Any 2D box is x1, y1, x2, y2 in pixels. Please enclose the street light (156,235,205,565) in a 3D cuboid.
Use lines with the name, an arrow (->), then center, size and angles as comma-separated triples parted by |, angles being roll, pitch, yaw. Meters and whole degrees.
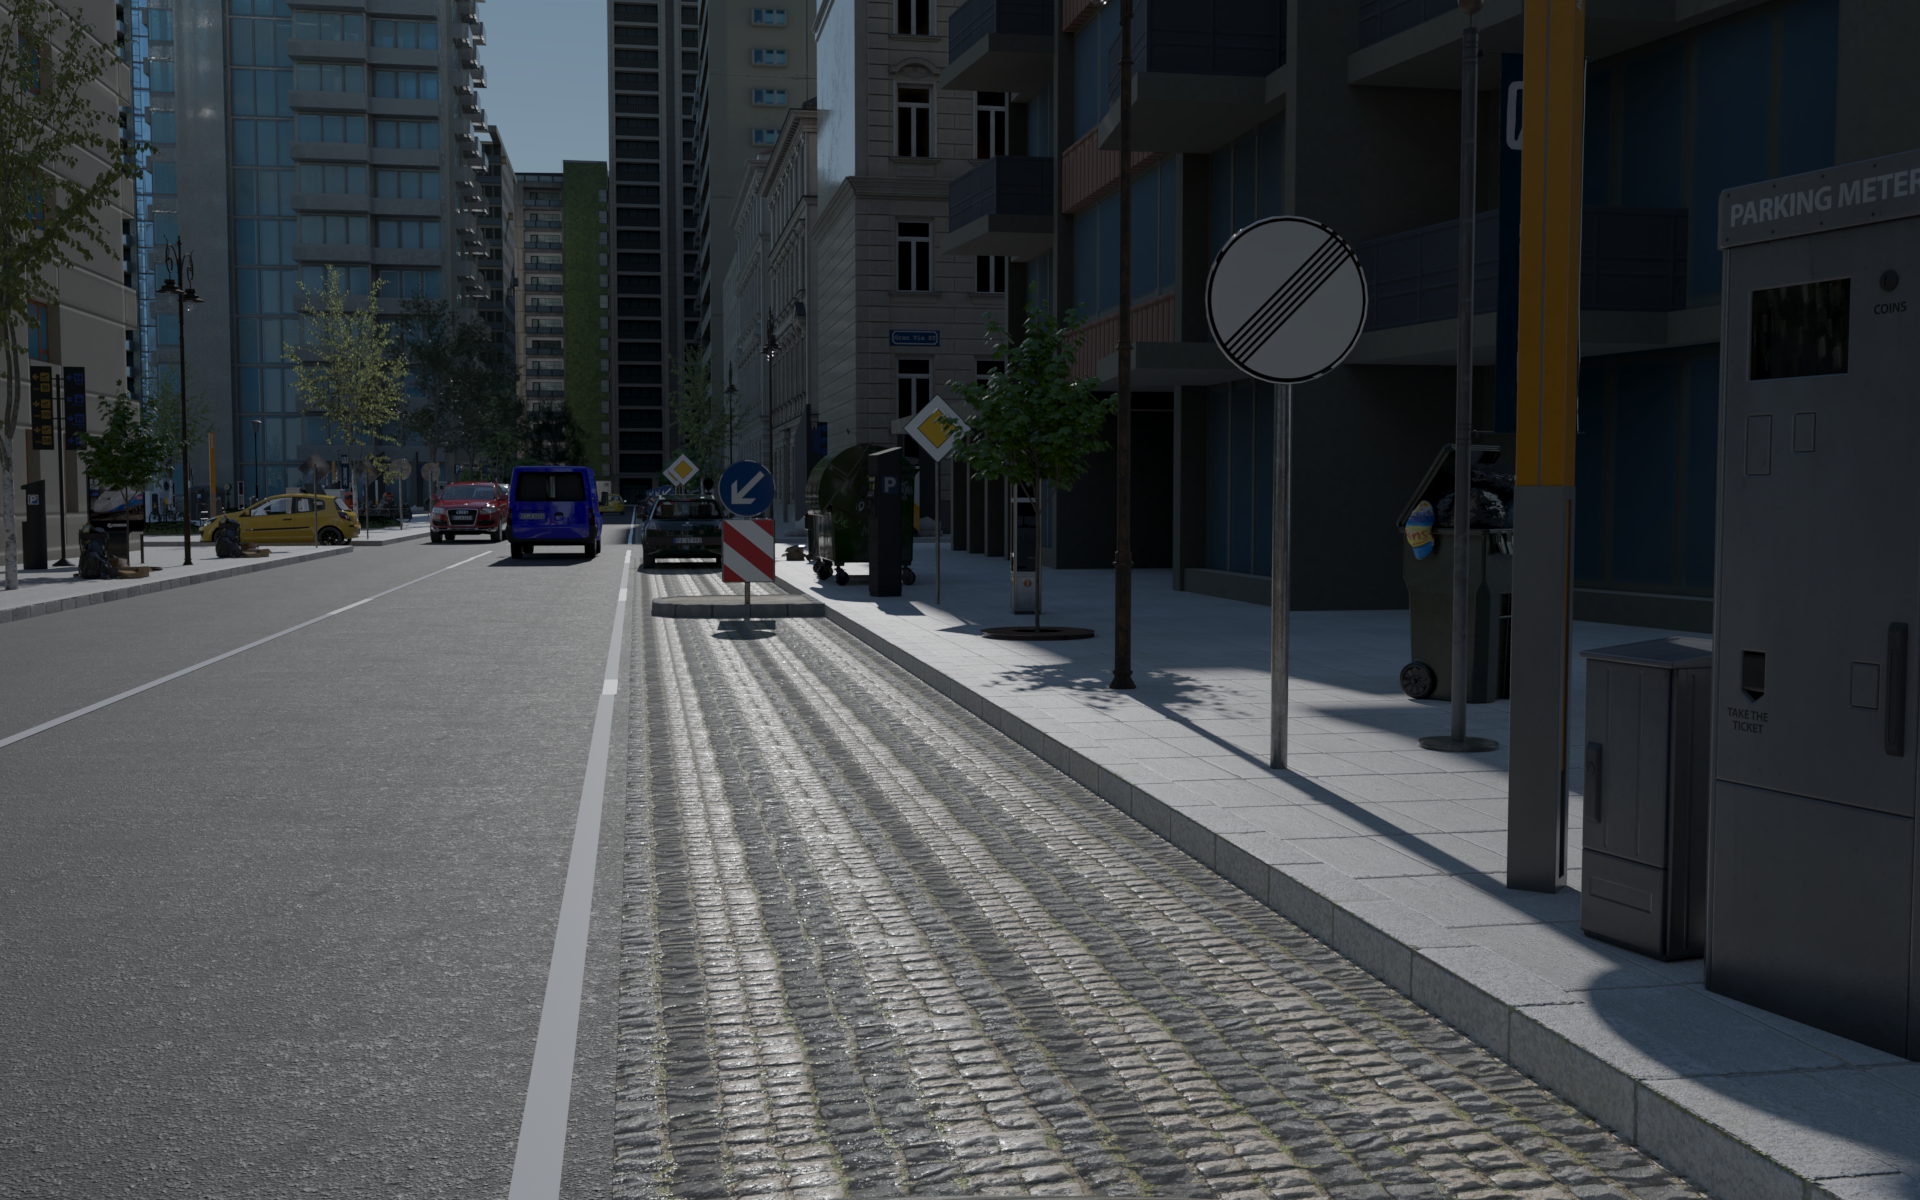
street light -> -13.953, -3.568, 31.125 | 0.468, 5.910, 1.993 | -1, 4, -11

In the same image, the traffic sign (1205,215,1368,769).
traffic sign -> 1.492, -0.485, 8.028 | 0.768, 2.556, 0.104 | 0, 4, -7

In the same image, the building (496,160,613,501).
building -> -50.261, -32.448, 214.126 | 14.086, 41.232, 14.154 | -1, 4, -11

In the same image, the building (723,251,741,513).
building -> -10.418, -16.088, 117.782 | 10.420, 20.320, 16.860 | -1, 4, -11

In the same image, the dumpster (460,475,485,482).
dumpster -> -24.394, -5.165, 86.934 | 1.502, 2.255, 1.985 | -1, 4, -10

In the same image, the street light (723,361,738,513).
street light -> -7.952, -5.343, 60.142 | 0.468, 5.910, 1.993 | -1, 4, -11

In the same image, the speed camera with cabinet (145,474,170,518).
speed camera with cabinet -> -43.705, -6.099, 94.046 | 0.660, 3.252, 2.038 | 0, 4, 4

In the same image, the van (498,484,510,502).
van -> -18.804, -3.830, 69.626 | 2.013, 2.044, 4.112 | -1, 4, -11

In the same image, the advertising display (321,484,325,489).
advertising display -> -41.411, -6.516, 111.751 | 0.974, 1.923, 0.123 | -3, 4, -36

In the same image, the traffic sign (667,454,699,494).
traffic sign -> -6.830, -2.394, 42.779 | 0.795, 2.450, 0.064 | -1, 4, -11

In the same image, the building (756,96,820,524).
building -> -3.201, -13.061, 78.178 | 10.561, 19.102, 19.286 | -1, 4, -11

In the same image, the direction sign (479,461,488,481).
direction sign -> -32.740, -7.769, 119.022 | 0.876, 3.537, 0.379 | 3, 4, 38

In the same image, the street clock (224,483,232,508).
street clock -> -49.389, -6.869, 116.872 | 0.471, 2.002, 0.358 | 1, 4, 14

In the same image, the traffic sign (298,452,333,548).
traffic sign -> -15.332, -2.298, 41.219 | 0.795, 2.450, 0.064 | -1, 4, -11

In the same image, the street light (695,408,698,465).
street light -> -14.022, -7.317, 92.425 | 0.468, 5.910, 1.993 | -1, 4, -11

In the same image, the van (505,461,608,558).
van -> -9.374, -2.198, 40.321 | 2.240, 2.365, 5.245 | -1, 4, -10

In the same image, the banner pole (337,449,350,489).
banner pole -> -34.462, -6.525, 96.700 | 0.401, 3.779, 0.863 | 3, 5, 40

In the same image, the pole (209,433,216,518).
pole -> -24.844, -3.898, 57.575 | 0.158, 3.312, 0.155 | 0, 3, 0

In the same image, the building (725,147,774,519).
building -> -6.974, -16.070, 98.898 | 11.583, 22.565, 21.152 | -1, 4, -11

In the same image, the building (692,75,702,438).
building -> -16.764, -34.502, 183.720 | 23.786, 49.044, 30.456 | -1, 4, -11

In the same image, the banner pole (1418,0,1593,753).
banner pole -> 2.755, -1.144, 8.716 | 0.863, 3.779, 0.401 | -1, 4, -11

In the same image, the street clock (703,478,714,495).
street clock -> -11.073, -4.383, 76.225 | 0.471, 2.002, 0.358 | -1, 4, -11

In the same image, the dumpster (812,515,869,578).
dumpster -> -1.649, -1.309, 27.167 | 1.264, 1.857, 1.865 | -1, 4, -11

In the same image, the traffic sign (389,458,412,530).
traffic sign -> -20.016, -3.784, 61.982 | 0.768, 2.556, 0.104 | -1, 4, -10

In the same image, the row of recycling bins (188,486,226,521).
row of recycling bins -> -37.314, -4.806, 85.691 | 1.069, 1.692, 3.534 | 0, 4, -4

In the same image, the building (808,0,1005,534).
building -> 7.546, -16.177, 61.750 | 25.104, 27.353, 12.463 | -1, 4, -11

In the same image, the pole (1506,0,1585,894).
pole -> 1.884, -0.716, 5.556 | 0.158, 3.312, 0.155 | 0, 3, 0

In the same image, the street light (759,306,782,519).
street light -> -4.671, -4.281, 42.775 | 0.468, 5.910, 1.993 | -1, 4, -11

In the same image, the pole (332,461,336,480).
pole -> -38.699, -6.928, 107.120 | 0.158, 3.312, 0.155 | 0, 3, 0

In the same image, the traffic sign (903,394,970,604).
traffic sign -> -0.263, -1.156, 20.085 | 0.795, 2.450, 0.064 | 0, 4, -5

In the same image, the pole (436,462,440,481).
pole -> -33.266, -7.132, 110.452 | 0.158, 3.312, 0.155 | 0, 3, 0

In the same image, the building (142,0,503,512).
building -> -48.661, -31.481, 134.326 | 23.786, 49.044, 30.456 | -1, 4, -11

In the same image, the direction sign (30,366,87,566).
direction sign -> -15.977, -2.371, 30.770 | 0.876, 3.537, 0.379 | -1, 4, -17

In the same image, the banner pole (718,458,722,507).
banner pole -> -16.183, -7.771, 117.065 | 0.401, 3.779, 0.863 | 1, 4, 11

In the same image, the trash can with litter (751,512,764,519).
trash can with litter -> -8.104, -3.356, 65.931 | 2.233, 1.210, 1.678 | -2, 4, -27

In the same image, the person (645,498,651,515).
person -> -21.579, -6.479, 119.935 | 0.738, 1.151, 1.012 | 0, 4, 4

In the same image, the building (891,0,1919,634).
building -> 11.545, -22.806, 27.510 | 22.147, 44.769, 28.867 | -1, 4, -11

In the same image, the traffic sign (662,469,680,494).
traffic sign -> -8.296, -2.874, 50.629 | 0.795, 2.450, 0.064 | -1, 4, -11

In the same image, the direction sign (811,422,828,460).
direction sign -> -4.548, -3.801, 54.151 | 0.876, 3.537, 0.379 | -2, 4, -27

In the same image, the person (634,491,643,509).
person -> -31.899, -9.945, 171.928 | 0.721, 1.723, 1.217 | 2, 4, 35

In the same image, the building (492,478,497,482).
building -> -64.078, -26.909, 211.659 | 14.107, 30.474, 14.160 | -1, 4, -11

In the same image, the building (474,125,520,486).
building -> -57.515, -29.608, 175.976 | 23.993, 40.220, 32.217 | -1, 4, -11

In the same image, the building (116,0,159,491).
building -> -85.352, -52.670, 173.821 | 31.000, 86.520, 22.319 | -1, 4, -11

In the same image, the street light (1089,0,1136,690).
street light -> 1.075, -2.354, 11.273 | 0.468, 5.910, 1.993 | -1, 4, -11

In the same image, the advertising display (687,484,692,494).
advertising display -> -15.698, -5.949, 102.478 | 0.974, 1.923, 0.123 | 1, 4, 17

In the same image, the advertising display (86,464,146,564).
advertising display -> -15.415, -1.617, 31.655 | 0.974, 1.923, 0.123 | -3, 5, -41

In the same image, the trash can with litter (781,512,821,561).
trash can with litter -> -2.937, -1.342, 33.336 | 1.055, 1.170, 0.624 | 1, 4, 18

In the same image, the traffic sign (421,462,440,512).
traffic sign -> -21.278, -4.254, 69.651 | 0.768, 2.556, 0.104 | 0, 4, -1

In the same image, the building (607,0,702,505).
building -> -33.699, -47.754, 219.021 | 20.611, 71.187, 20.563 | -1, 4, -11

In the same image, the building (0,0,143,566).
building -> -30.363, -10.871, 22.778 | 28.899, 21.520, 27.650 | -1, 4, -11

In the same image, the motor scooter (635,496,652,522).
motor scooter -> -16.214, -4.646, 88.737 | 0.815, 1.314, 1.986 | -1, 4, -9

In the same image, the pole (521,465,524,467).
pole -> -31.103, -7.915, 123.246 | 0.158, 3.312, 0.155 | 0, 3, 0

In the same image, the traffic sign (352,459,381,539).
traffic sign -> -16.797, -2.778, 49.069 | 0.795, 2.450, 0.064 | -1, 4, -11

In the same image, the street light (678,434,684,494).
street light -> -19.936, -9.244, 123.932 | 0.468, 5.910, 1.993 | -1, 4, -11

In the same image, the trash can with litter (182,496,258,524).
trash can with litter -> -26.216, -3.111, 61.919 | 1.678, 1.210, 2.233 | 2, 4, 34

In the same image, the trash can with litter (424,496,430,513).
trash can with litter -> -35.604, -6.447, 116.794 | 1.055, 1.170, 0.624 | -1, 4, -18

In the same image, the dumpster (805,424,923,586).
dumpster -> -1.388, -1.374, 24.962 | 1.502, 2.255, 1.985 | -1, 4, -10

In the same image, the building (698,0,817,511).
building -> -10.495, -31.832, 144.151 | 21.300, 48.544, 21.600 | -1, 4, -11

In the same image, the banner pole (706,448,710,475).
banner pole -> -13.763, -6.400, 94.664 | 0.401, 3.779, 0.863 | -1, 4, -22
